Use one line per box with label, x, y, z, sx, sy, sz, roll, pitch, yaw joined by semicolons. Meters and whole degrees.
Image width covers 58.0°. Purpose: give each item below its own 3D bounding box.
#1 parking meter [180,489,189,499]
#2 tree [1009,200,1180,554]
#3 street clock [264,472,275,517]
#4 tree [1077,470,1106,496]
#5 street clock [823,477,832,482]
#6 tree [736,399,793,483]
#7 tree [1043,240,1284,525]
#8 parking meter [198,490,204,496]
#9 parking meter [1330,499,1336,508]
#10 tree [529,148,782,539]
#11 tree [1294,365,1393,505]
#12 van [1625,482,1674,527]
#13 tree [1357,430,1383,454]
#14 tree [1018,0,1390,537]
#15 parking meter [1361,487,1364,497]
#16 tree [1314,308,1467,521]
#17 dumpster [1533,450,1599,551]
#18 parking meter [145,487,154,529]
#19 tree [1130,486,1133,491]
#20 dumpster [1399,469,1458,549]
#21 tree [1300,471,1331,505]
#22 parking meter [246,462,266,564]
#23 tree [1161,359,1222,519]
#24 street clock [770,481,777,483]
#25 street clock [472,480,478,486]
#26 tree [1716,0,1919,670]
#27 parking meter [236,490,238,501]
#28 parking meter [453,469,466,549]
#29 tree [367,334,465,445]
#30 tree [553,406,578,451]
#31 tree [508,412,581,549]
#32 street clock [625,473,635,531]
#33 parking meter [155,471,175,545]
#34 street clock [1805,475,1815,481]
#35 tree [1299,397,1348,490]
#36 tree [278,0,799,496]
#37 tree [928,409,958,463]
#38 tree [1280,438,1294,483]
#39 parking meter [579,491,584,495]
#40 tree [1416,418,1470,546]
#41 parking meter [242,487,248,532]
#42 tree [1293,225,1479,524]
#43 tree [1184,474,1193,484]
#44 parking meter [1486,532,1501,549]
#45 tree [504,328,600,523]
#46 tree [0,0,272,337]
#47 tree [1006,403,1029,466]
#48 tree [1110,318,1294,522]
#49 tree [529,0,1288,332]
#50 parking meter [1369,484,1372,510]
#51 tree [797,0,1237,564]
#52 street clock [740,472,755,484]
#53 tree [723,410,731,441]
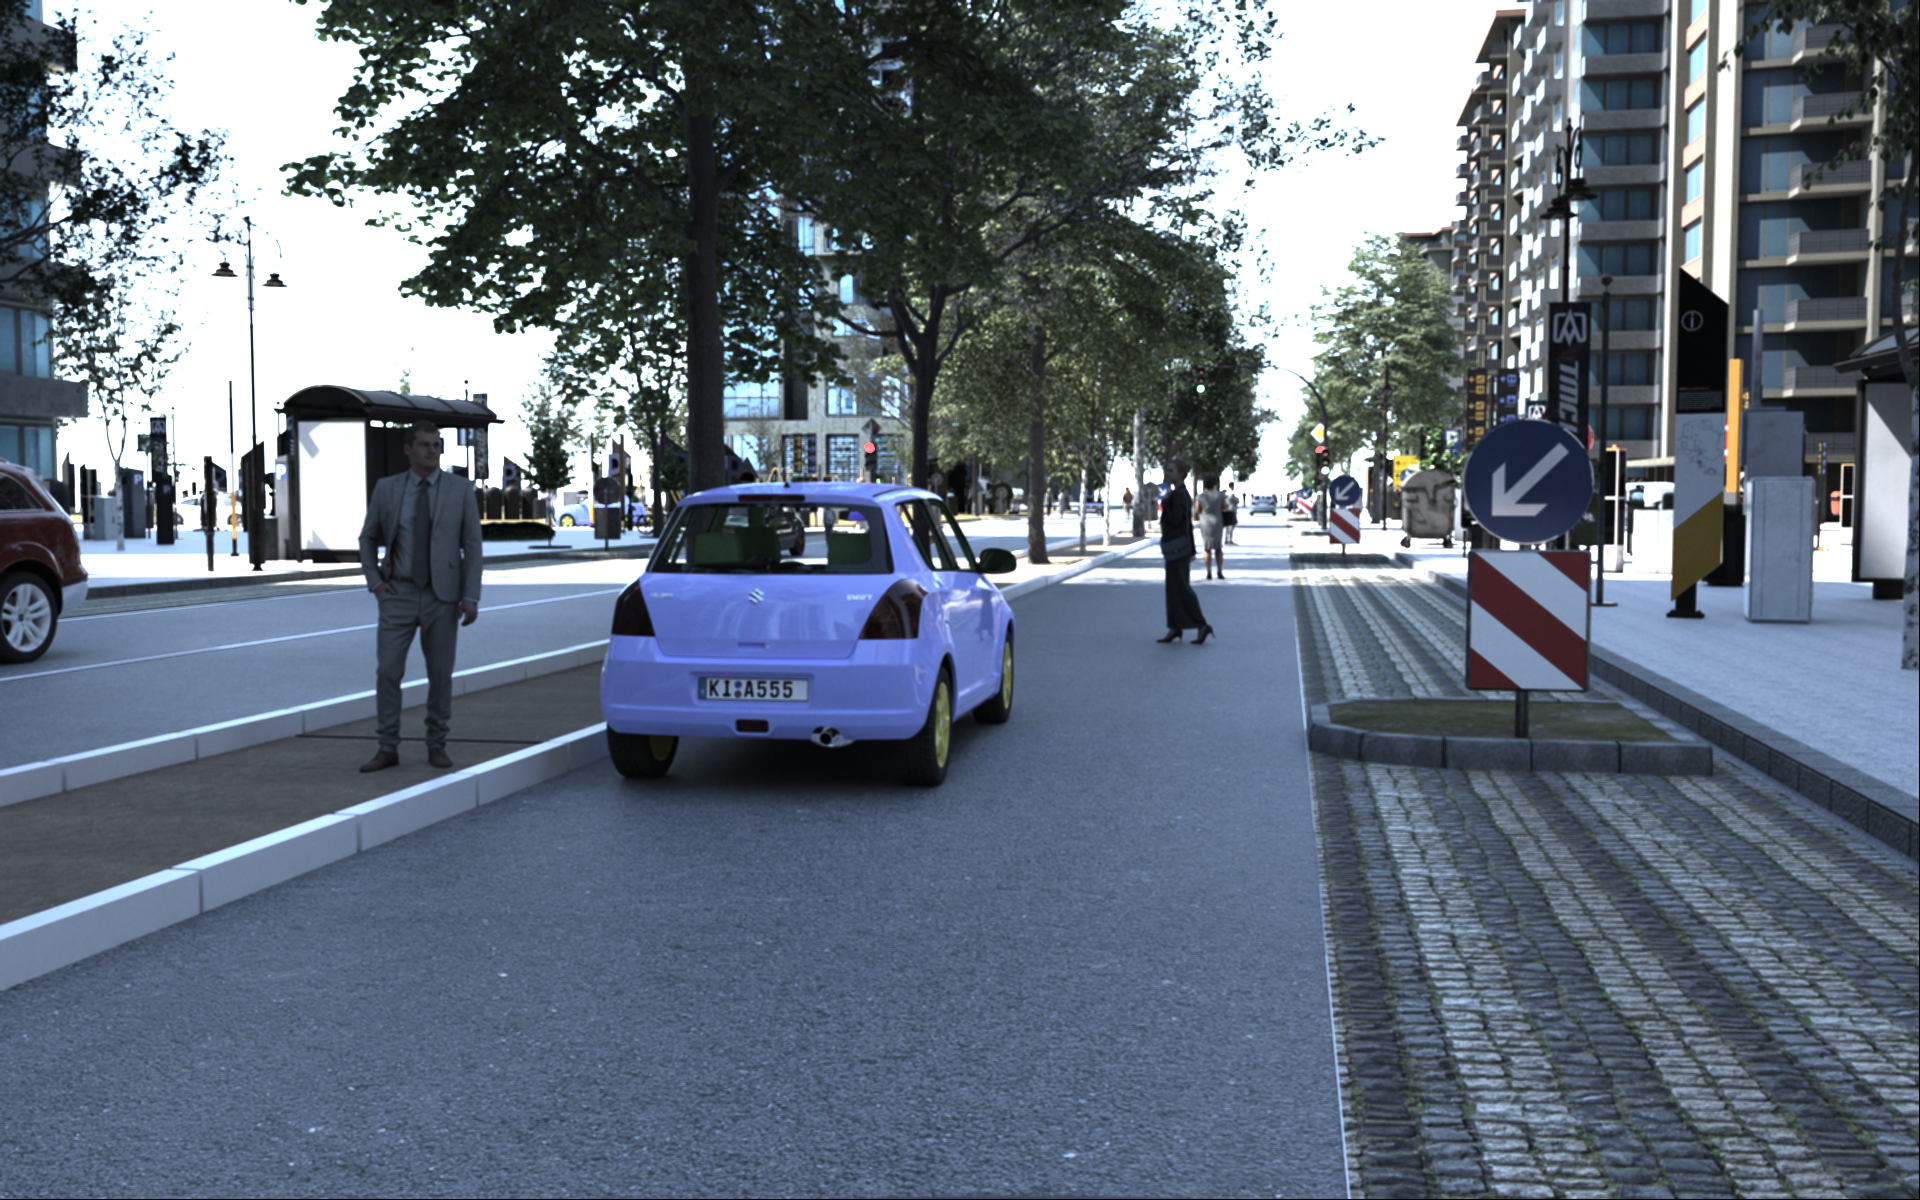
parking meter;-37.351;-4.590;83.454;0.372;1.533;0.369;0;3;0
tree;2.904;-5.383;40.830;4.737;8.622;4.395;0;3;0
street clock;-22.221;-3.148;56.045;0.358;2.002;0.471;2;4;34
tree;12.131;-10.703;158.705;4.285;4.588;4.351;0;3;0
street clock;-5.558;-4.162;72.617;0.358;2.002;0.471;-2;4;-24
tree;-15.274;-11.304;135.176;4.360;8.622;3.978;0;3;0
tree;9.040;-9.522;75.147;9.611;12.733;9.660;0;3;0
parking meter;-44.688;-5.732;102.123;0.372;1.533;0.369;0;3;0
parking meter;23.267;-6.263;108.110;0.399;1.863;0.255;1;4;19
tree;-8.830;-7.621;50.362;9.928;11.665;9.643;0;3;0
tree;29.570;-12.654;132.646;9.928;11.665;9.643;0;3;0
van;23.680;-3.384;62.333;4.112;2.044;2.013;1;4;12
tree;32.086;-14.808;152.480;12.009;13.543;11.850;0;3;0
tree;7.024;-12.110;56.351;12.611;20.169;13.585;0;3;0
parking meter;32.855;-8.312;141.617;0.255;1.863;0.399;1;4;11
tree;20.489;-9.057;82.496;7.601;10.594;8.767;0;3;0
dumpster;11.409;-1.829;32.402;1.502;2.255;1.985;1;4;10
parking meter;-29.781;-3.371;63.532;0.372;1.533;0.369;0;3;0
tree;21.238;-12.988;206.954;1.663;3.219;1.824;0;3;0
dumpster;11.078;-2.154;40.980;1.264;1.857;1.865;1;4;11
tree;54.304;-17.454;269.078;4.285;4.588;4.351;0;3;0
parking meter;-12.898;-1.592;31.733;0.255;1.863;0.399;-1;4;-14
tree;10.641;-7.911;82.168;4.360;8.622;3.978;0;3;0
street clock;-10.223;-5.524;94.881;0.471;2.002;0.358;0;4;-2
street clock;-24.894;-5.149;88.760;0.358;2.002;0.471;0;4;5
tree;7.217;-3.792;12.357;4.360;8.622;3.978;0;3;0
parking meter;-40.179;-5.393;96.592;0.372;1.533;0.369;0;3;0
parking meter;-11.723;-2.134;40.597;0.399;1.863;0.255;1;4;23
tree;-25.269;-7.932;80.049;4.737;8.622;4.395;0;3;0
tree;-20.799;-9.095;99.061;4.737;8.622;4.395;0;3;0
tree;-9.841;-2.832;40.901;1.663;3.219;1.824;0;3;0
street clock;-11.614;-3.447;60.927;0.358;2.002;0.471;-1;4;-21
parking meter;-20.242;-2.348;44.108;0.255;1.863;0.399;3;4;37
street clock;33.017;-3.846;67.460;0.471;2.002;0.358;-1;4;-16
tree;26.803;-10.749;126.103;4.360;8.622;3.978;0;3;0
tree;-2.196;-5.745;14.516;7.486;12.596;7.792;0;3;0
tree;-1.494;-11.740;142.318;4.360;8.622;3.978;0;3;0
tree;57.336;-22.707;289.393;7.486;12.596;7.792;0;3;0
parking meter;-27.724;-7.246;126.876;0.372;1.533;0.369;0;3;0
tree;11.891;-2.977;43.269;1.663;3.219;1.824;0;3;0
parking meter;-24.152;-3.080;58.770;0.372;1.533;0.369;0;3;0
tree;18.163;-9.509;73.594;7.486;12.596;7.792;0;3;0
tree;39.384;-22.474;301.858;7.601;10.594;8.767;0;4;-8
parking meter;11.333;-1.905;36.866;0.399;1.863;0.255;2;4;32
tree;-18.392;-7.783;77.620;4.360;8.622;3.978;0;3;0
tree;-13.504;-5.390;22.541;8.767;10.594;7.601;-2;4;-33
tree;8.429;-13.539;138.362;9.611;12.733;9.660;0;3;0
tree;12.192;-9.883;89.798;9.928;11.665;9.643;0;3;0
tree;-0.571;-6.862;25.023;12.009;13.543;11.850;0;3;0
parking meter;22.909;-5.529;96.117;0.399;1.863;0.255;1;4;13
tree;1.604;-6.976;34.646;7.486;12.596;7.792;0;3;0
street clock;-7.011;-3.215;57.129;0.471;2.002;0.358;0;4;-4
tree;-15.486;-9.090;98.984;4.737;8.622;4.395;0;3;0
